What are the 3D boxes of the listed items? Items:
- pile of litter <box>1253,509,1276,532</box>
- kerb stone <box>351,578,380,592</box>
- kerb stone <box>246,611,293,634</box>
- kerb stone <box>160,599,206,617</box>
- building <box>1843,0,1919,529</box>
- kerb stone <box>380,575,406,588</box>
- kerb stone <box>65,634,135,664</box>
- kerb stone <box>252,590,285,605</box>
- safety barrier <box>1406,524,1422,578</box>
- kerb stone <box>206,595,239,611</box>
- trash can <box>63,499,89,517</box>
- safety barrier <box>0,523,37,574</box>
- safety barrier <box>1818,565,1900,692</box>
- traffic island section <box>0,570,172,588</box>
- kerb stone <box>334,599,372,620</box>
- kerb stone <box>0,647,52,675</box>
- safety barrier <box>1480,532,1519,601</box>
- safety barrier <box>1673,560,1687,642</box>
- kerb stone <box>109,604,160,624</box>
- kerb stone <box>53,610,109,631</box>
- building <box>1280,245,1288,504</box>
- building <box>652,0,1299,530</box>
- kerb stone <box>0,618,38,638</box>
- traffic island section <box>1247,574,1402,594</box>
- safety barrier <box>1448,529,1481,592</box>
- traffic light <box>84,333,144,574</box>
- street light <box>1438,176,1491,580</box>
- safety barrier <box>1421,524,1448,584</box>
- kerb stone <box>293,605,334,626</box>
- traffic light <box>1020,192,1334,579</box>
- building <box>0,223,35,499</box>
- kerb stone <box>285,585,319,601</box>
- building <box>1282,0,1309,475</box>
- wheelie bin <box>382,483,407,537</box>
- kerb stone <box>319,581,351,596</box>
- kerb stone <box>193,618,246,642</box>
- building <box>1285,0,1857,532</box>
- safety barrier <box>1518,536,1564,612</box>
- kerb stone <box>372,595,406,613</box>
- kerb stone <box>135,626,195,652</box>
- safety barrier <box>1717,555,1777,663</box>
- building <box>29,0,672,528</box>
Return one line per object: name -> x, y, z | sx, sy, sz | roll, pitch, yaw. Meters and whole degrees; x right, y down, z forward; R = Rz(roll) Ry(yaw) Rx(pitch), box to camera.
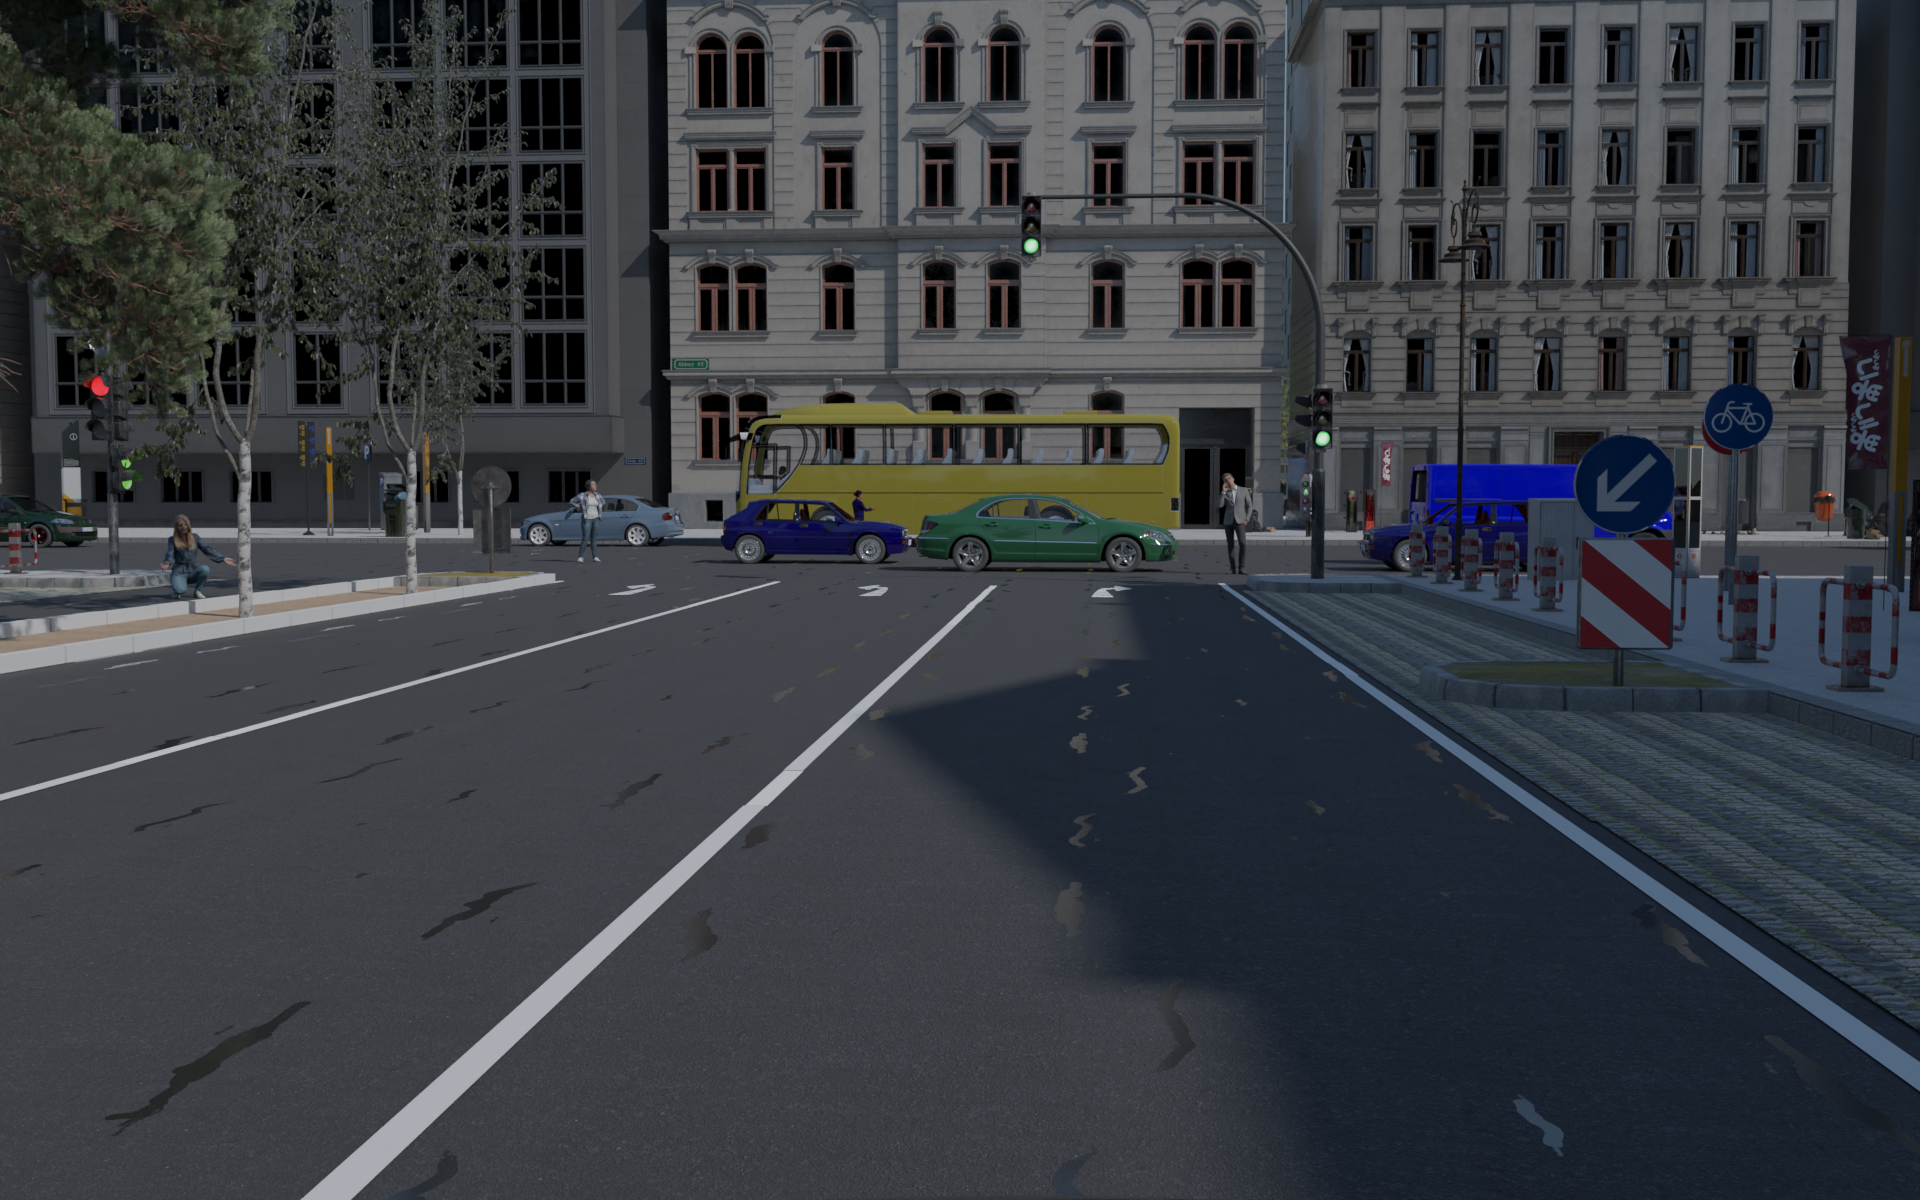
pile of litter -> 10.121, -2.742, 58.800 | 1.176, 0.858, 1.719 | 0, 4, 1
kerb stone -> -8.873, -0.208, 25.596 | 0.120, 0.150, 1.000 | 0, 4, 4
kerb stone -> -7.328, 0.244, 18.200 | 0.120, 0.150, 1.000 | 0, 4, 4
kerb stone -> -9.252, 0.106, 20.465 | 0.120, 0.150, 1.000 | 0, 4, 4
building -> 44.044, -16.538, 63.910 | 24.014, 27.812, 14.314 | 0, 4, 4
kerb stone -> -8.788, -0.267, 26.622 | 0.120, 0.150, 1.000 | 0, 4, 4
kerb stone -> -7.565, 0.432, 15.129 | 0.120, 0.150, 1.000 | 0, 4, 4
kerb stone -> -9.105, -0.020, 22.521 | 0.120, 0.150, 1.000 | 0, 4, 4
safety barrier -> 7.027, -0.756, 26.636 | 0.300, 0.817, 1.120 | 0, 4, 4
kerb stone -> -9.185, 0.046, 21.492 | 0.120, 0.150, 1.000 | 0, 4, 4
trash can -> -27.082, -2.533, 53.071 | 0.748, 1.137, 0.748 | 0, 3, 0
safety barrier -> -15.119, -0.822, 27.714 | 0.300, 0.817, 1.120 | 0, 4, 4
safety barrier -> 5.848, 0.182, 11.293 | 0.300, 0.817, 1.120 | 0, 4, 4
traffic island section -> -13.552, -0.334, 27.739 | 2.009, 0.180, 2.903 | 0, 4, 4
kerb stone -> -7.167, 0.119, 20.245 | 0.120, 0.150, 1.000 | 0, 4, 4
kerb stone -> -7.645, 0.497, 14.100 | 0.120, 0.150, 1.000 | 0, 4, 4
safety barrier -> 6.589, -0.405, 20.890 | 0.300, 0.817, 1.120 | 0, 4, 4
safety barrier -> 6.139, -0.052, 15.130 | 0.300, 0.817, 1.120 | 0, 4, 4
kerb stone -> -9.340, 0.173, 19.443 | 0.120, 0.150, 1.000 | 0, 4, 4
kerb stone -> -9.420, 0.231, 18.418 | 0.120, 0.150, 1.000 | 0, 4, 4
building -> 40.133, -33.118, 233.356 | 23.993, 40.220, 32.217 | 0, 4, 4
building -> 0.903, -17.156, 67.894 | 23.554, 28.519, 14.401 | 0, 4, 4
kerb stone -> -9.498, 0.294, 17.395 | 0.120, 0.150, 1.000 | 0, 4, 4
traffic island section -> 5.433, -0.244, 26.277 | 2.009, 0.180, 2.903 | 0, 4, 4
safety barrier -> 6.733, -0.522, 22.813 | 0.300, 0.817, 1.120 | 0, 4, 4
traffic light -> -13.512, -2.366, 27.601 | 0.839, 4.253, 0.868 | 0, 4, 4
street light -> 7.426, -3.233, 25.645 | 0.468, 5.910, 1.993 | 0, 4, 4
safety barrier -> 6.882, -0.639, 24.724 | 0.300, 0.817, 1.120 | 0, 4, 4
kerb stone -> -7.250, 0.182, 19.223 | 0.120, 0.150, 1.000 | 0, 4, 4
traffic light -> 3.302, -3.151, 26.185 | 4.771, 5.953, 1.251 | 0, 4, 4
building -> -48.101, -16.723, 70.691 | 25.104, 27.353, 12.463 | 0, 4, 4
kerb stone -> -9.025, -0.076, 23.543 | 0.120, 0.150, 1.000 | 0, 4, 4
building -> 44.438, -34.748, 157.372 | 28.713, 52.752, 27.495 | 0, 4, 4
wheelie bin -> -16.793, -2.679, 51.703 | 0.980, 1.594, 0.693 | 1, 4, 12
kerb stone -> -8.951, -0.145, 24.573 | 0.120, 0.150, 1.000 | 0, 4, 4
kerb stone -> -7.407, 0.307, 17.173 | 0.120, 0.150, 1.000 | 0, 4, 4
building -> 21.667, -13.130, 63.826 | 18.267, 20.994, 9.793 | 0, 4, 4
safety barrier -> 6.439, -0.287, 18.962 | 0.300, 0.817, 1.120 | 0, 4, 4
kerb stone -> -7.095, 0.056, 21.274 | 0.120, 0.150, 1.000 | 0, 4, 4
kerb stone -> -7.480, 0.370, 16.151 | 0.120, 0.150, 1.000 | 0, 4, 4
safety barrier -> 5.992, 0.065, 13.209 | 0.300, 0.817, 1.120 | 0, 4, 4
building -> -22.828, -16.881, 69.507 | 24.014, 27.812, 14.314 | 0, 4, 4
